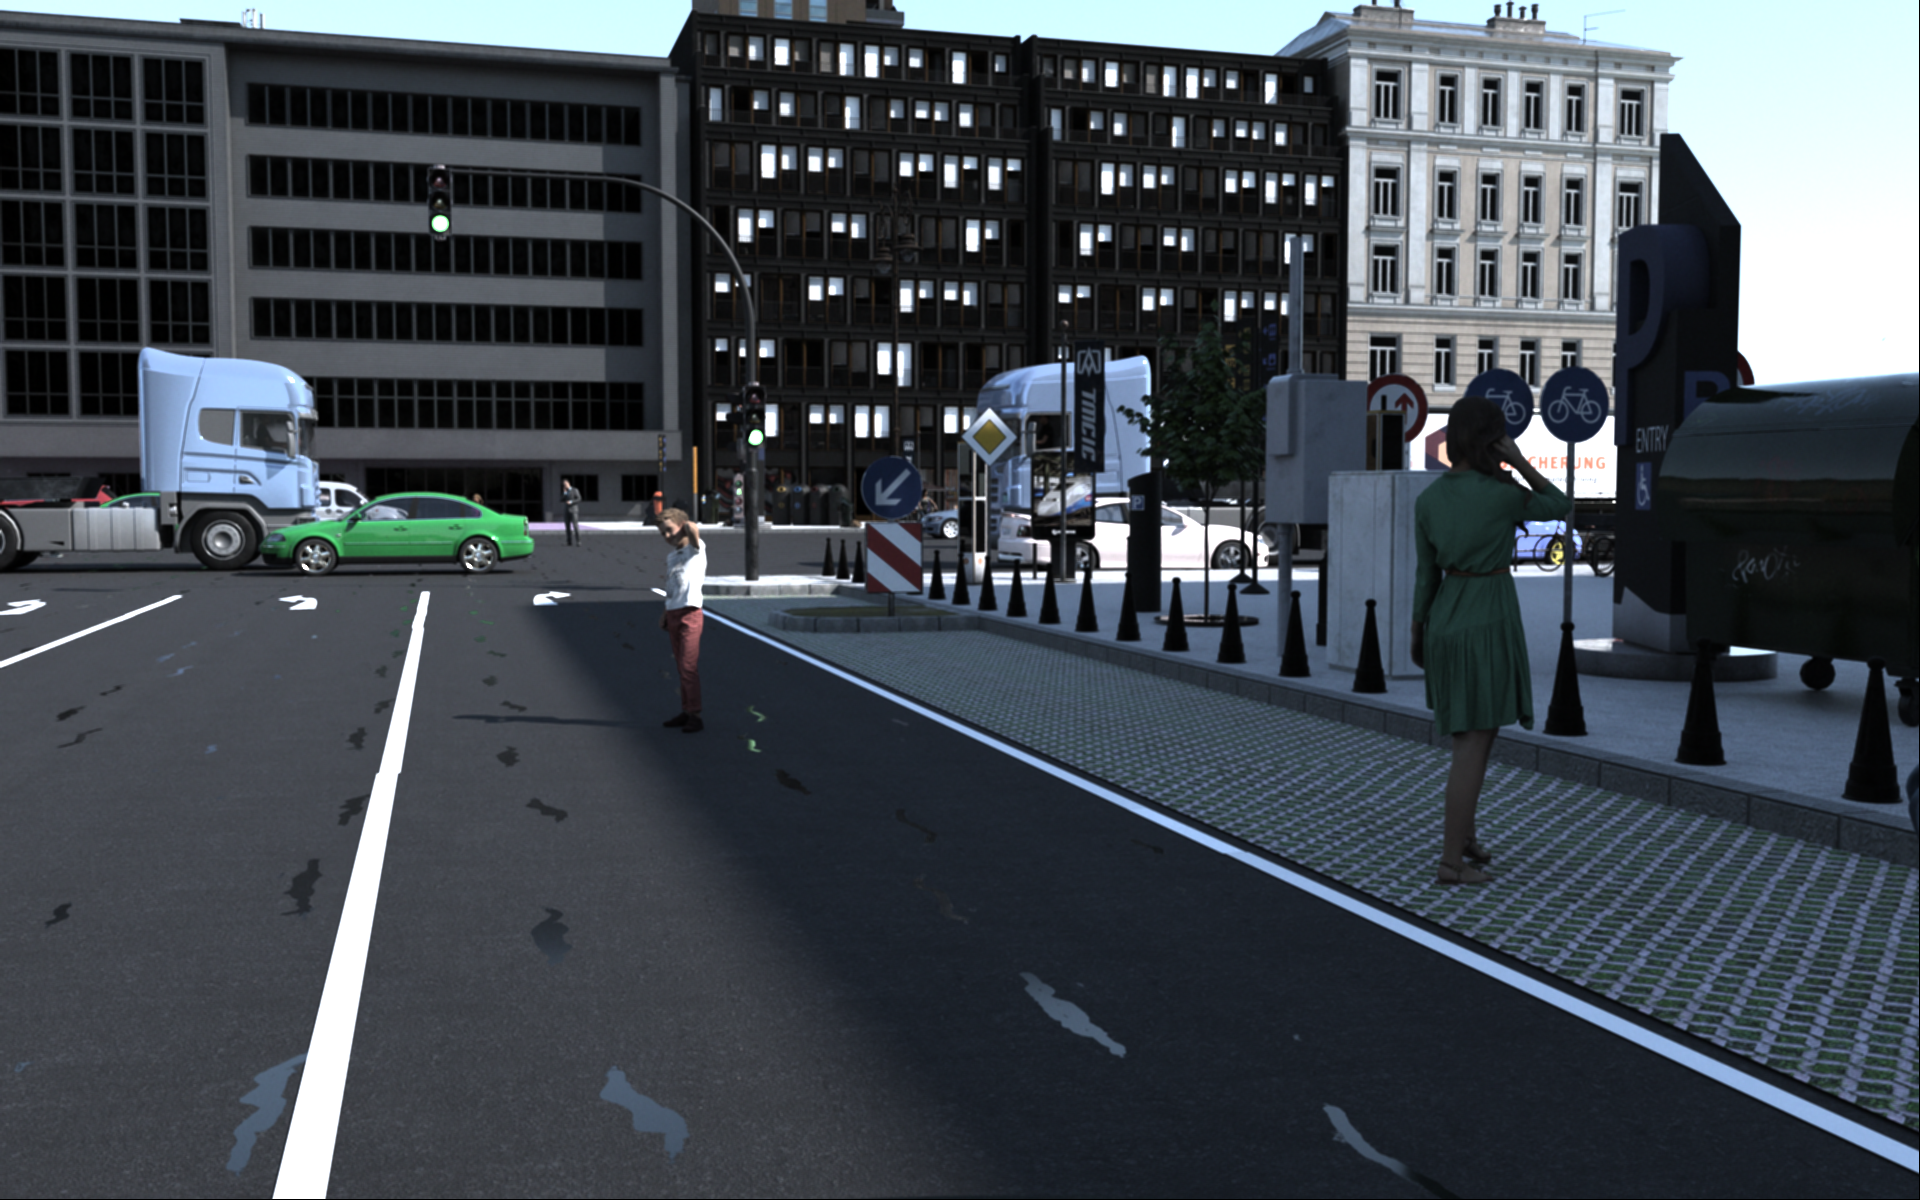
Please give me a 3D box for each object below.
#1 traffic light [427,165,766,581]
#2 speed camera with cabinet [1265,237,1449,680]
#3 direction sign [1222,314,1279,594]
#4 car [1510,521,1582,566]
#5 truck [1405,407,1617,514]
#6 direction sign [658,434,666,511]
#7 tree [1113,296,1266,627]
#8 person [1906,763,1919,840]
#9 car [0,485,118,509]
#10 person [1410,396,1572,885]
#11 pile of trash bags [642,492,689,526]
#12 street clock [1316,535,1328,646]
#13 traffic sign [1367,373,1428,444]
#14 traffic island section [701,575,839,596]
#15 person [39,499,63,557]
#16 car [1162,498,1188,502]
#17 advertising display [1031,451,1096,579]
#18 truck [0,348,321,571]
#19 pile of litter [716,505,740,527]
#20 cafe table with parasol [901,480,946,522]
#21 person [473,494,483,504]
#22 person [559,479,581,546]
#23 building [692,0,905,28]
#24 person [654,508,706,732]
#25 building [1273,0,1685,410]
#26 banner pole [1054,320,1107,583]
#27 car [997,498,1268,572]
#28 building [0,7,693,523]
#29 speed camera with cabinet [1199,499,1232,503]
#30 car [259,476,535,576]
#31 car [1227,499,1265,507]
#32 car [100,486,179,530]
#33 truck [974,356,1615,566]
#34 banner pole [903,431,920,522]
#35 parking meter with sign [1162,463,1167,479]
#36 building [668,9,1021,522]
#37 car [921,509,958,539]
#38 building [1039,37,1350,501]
[{"bbox_3d":[-5.093,-3.068,24.828,4.771,5.953,1.251,-1,4,-16],"label":"traffic light"},{"bbox_3d":[2.959,-1.132,12.837,0.660,3.252,2.038,-1,4,-16],"label":"speed camera with cabinet"},{"bbox_3d":[3.799,-1.849,22.223,0.379,3.537,0.876,-2,4,-26],"label":"direction sign"},{"bbox_3d":[10.233,-1.471,33.647,3.694,1.707,1.945,-1,4,-16],"label":"car"},{"bbox_3d":[19.461,-4.240,58.239,11.283,4.237,2.839,-1,4,-15],"label":"truck"},{"bbox_3d":[-11.326,-4.522,65.926,0.379,3.537,0.876,0,4,6],"label":"direction sign"},{"bbox_3d":[2.476,-1.369,16.981,1.663,3.219,1.824,0,3,0],"label":"tree"},{"bbox_3d":[1.242,0.549,1.739,0.429,1.552,0.499,-1,4,-19],"label":"person"},{"bbox_3d":[-29.412,-2.836,55.047,5.304,1.827,2.281,-1,4,-17],"label":"car"},{"bbox_3d":[1.900,0.140,6.466,0.600,1.795,0.529,3,5,44],"label":"person"},{"bbox_3d":[-11.885,-3.663,69.648,1.912,1.369,3.447,0,4,-2],"label":"pile of trash bags"},{"bbox_3d":[3.154,-0.615,14.623,0.358,2.002,0.471,-2,4,-32],"label":"street clock"},{"bbox_3d":[4.574,-1.118,18.383,0.768,2.556,0.104,-1,4,-8],"label":"traffic sign"},{"bbox_3d":[-3.072,-0.208,25.685,2.009,0.180,2.903,-1,4,-16],"label":"traffic island section"},{"bbox_3d":[-20.642,-1.870,39.558,0.782,1.767,0.515,1,4,23],"label":"person"},{"bbox_3d":[7.925,-3.057,62.565,3.894,1.354,1.945,-1,4,-18],"label":"car"},{"bbox_3d":[1.554,-1.277,26.094,0.974,1.923,0.123,0,4,-6],"label":"advertising display"},{"bbox_3d":[-20.753,-2.524,31.027,18.799,4.110,2.967,-1,4,-17],"label":"truck"},{"bbox_3d":[-8.799,-3.304,67.987,1.719,0.858,1.176,2,4,27],"label":"pile of litter"},{"bbox_3d":[-1.939,-4.493,78.320,2.610,1.966,2.610,0,4,6],"label":"cafe table with parasol"},{"bbox_3d":[-10.410,-1.538,36.877,0.726,1.434,0.776,2,4,32],"label":"person"},{"bbox_3d":[-10.826,-2.435,48.123,0.655,1.846,0.447,1,4,20],"label":"person"},{"bbox_3d":[-12.965,-29.696,135.647,14.600,45.320,14.200,-1,4,-16],"label":"building"},{"bbox_3d":[-1.699,0.110,10.605,0.435,1.345,0.340,3,4,38],"label":"person"},{"bbox_3d":[26.942,-18.968,96.028,20.117,28.700,13.634,-1,4,-16],"label":"building"},{"bbox_3d":[1.705,-2.135,24.924,0.863,3.779,0.401,2,4,25],"label":"banner pole"},{"bbox_3d":[3.049,-1.100,30.342,4.827,1.381,2.083,-1,4,-15],"label":"car"},{"bbox_3d":[-28.136,-15.961,80.027,30.058,24.678,14.314,-1,4,-16],"label":"building"},{"bbox_3d":[10.771,-4.797,72.759,0.660,3.252,2.038,-2,4,-31],"label":"speed camera with cabinet"},{"bbox_3d":[-10.109,-1.373,31.250,4.718,1.807,1.959,-1,4,-16],"label":"car"},{"bbox_3d":[9.559,-2.777,57.411,4.499,1.417,2.014,-1,4,-15],"label":"car"},{"bbox_3d":[-22.191,-2.430,48.534,4.718,1.807,1.959,-1,4,-17],"label":"car"},{"bbox_3d":[8.764,-2.855,36.433,18.799,4.110,2.967,-1,4,-18],"label":"truck"},{"bbox_3d":[-1.868,-4.817,68.767,0.863,3.779,0.401,0,4,4],"label":"banner pole"},{"bbox_3d":[10.075,-5.054,78.890,1.738,3.016,0.543,2,4,34],"label":"parking meter with sign"},{"bbox_3d":[-5.737,-15.657,85.664,15.834,23.373,12.332,-1,4,-16],"label":"building"},{"bbox_3d":[0.928,-2.697,56.097,4.499,1.417,2.014,-1,4,-16],"label":"car"},{"bbox_3d":[9.989,-15.920,89.972,15.834,23.373,12.332,-1,4,-16],"label":"building"}]
